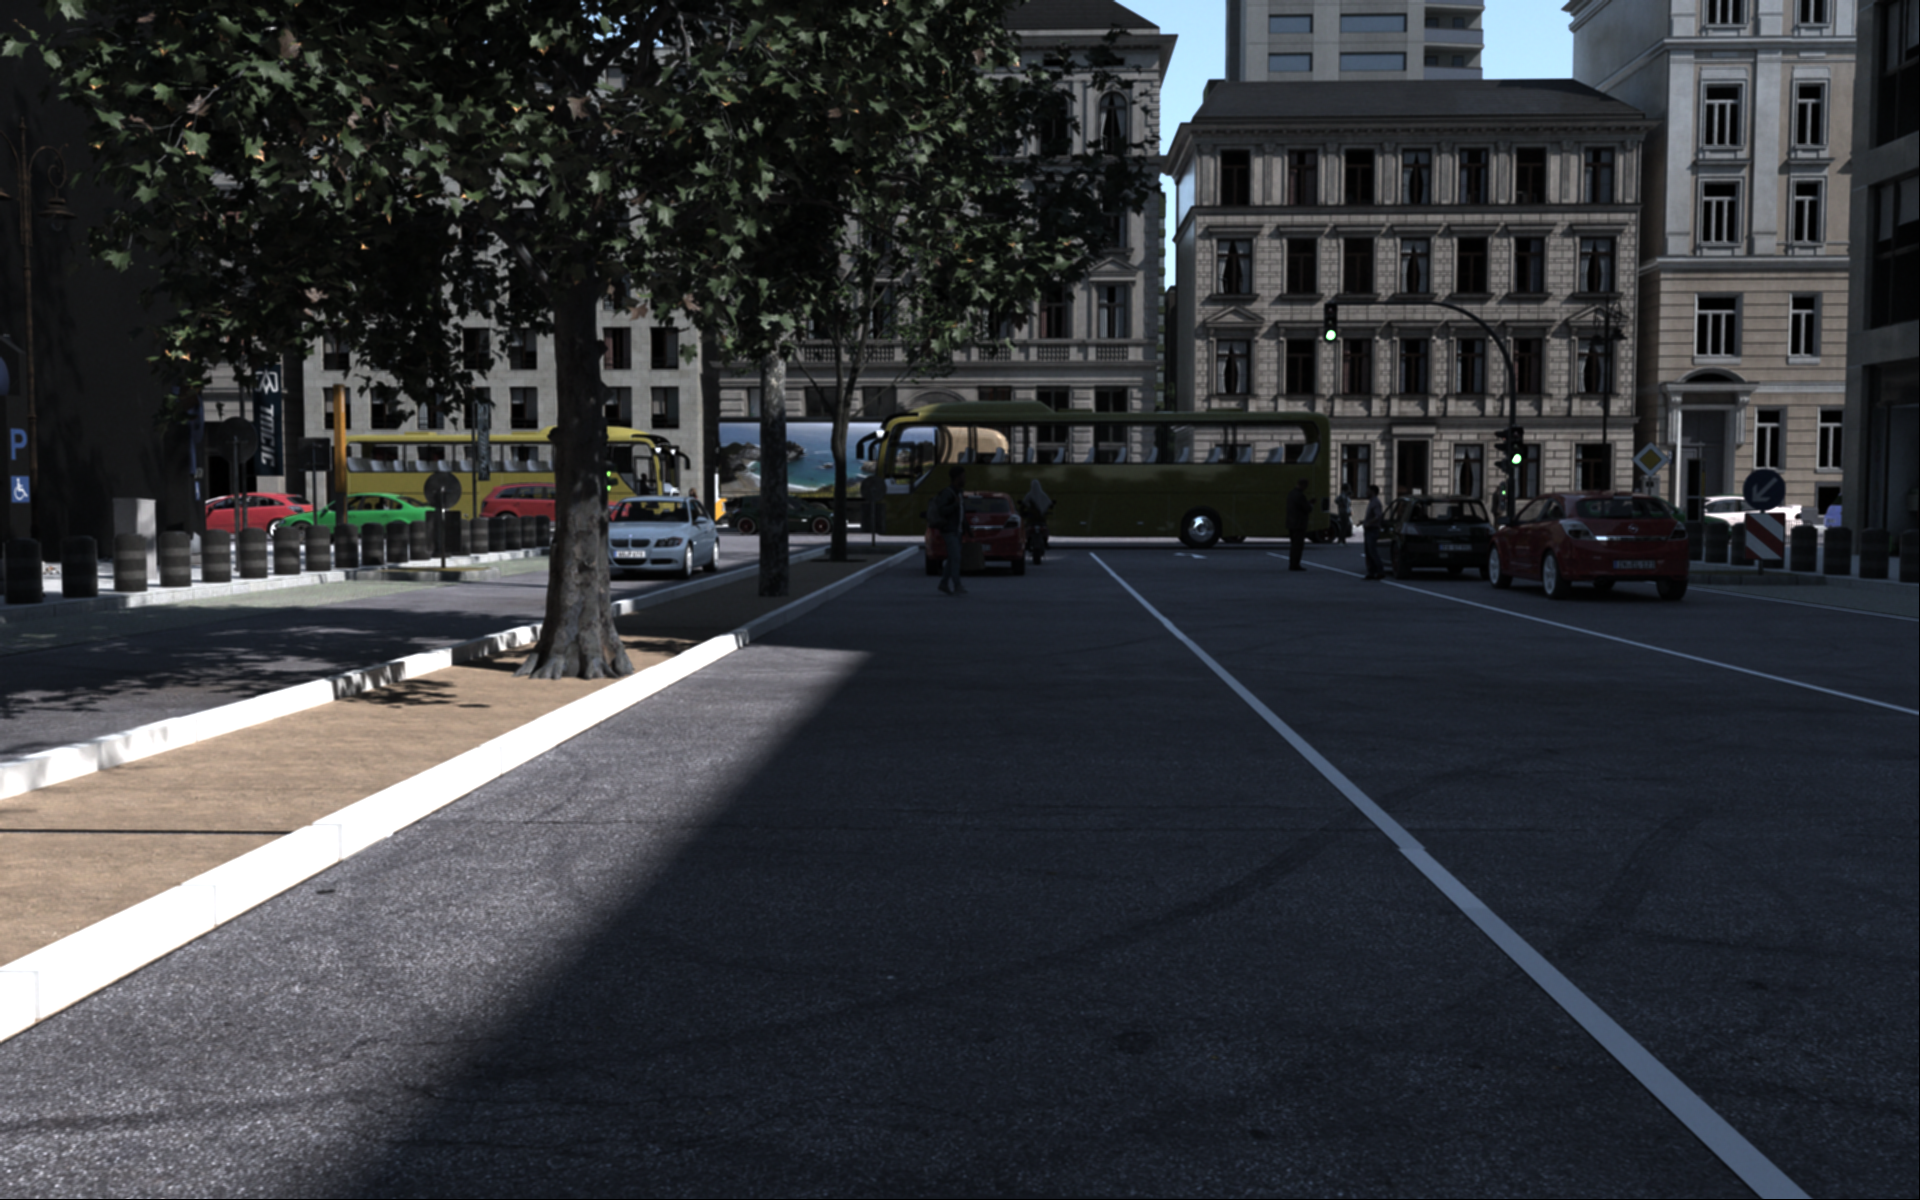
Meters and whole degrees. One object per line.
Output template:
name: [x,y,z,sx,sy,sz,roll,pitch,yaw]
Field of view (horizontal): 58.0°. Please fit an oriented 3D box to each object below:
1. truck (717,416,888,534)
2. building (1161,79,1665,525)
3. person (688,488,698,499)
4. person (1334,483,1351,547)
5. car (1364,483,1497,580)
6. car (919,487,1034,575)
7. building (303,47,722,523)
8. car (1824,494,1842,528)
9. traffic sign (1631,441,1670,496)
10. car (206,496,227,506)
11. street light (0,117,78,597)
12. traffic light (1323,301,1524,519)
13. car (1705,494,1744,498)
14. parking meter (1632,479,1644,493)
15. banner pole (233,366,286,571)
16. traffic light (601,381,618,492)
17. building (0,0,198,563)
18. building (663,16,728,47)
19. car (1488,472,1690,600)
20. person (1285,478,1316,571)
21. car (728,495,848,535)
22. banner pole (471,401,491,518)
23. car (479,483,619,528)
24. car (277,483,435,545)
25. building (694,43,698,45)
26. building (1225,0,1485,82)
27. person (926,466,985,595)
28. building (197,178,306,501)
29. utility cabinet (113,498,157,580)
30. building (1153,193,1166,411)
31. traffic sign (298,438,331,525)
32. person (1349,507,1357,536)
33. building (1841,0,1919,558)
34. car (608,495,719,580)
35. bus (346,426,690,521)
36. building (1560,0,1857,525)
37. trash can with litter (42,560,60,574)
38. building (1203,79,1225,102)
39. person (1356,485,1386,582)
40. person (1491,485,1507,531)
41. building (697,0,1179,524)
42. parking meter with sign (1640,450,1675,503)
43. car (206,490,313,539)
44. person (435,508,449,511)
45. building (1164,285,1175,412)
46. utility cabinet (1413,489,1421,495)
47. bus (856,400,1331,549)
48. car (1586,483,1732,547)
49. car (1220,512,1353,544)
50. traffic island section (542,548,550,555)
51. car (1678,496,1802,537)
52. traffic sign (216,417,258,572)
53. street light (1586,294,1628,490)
truck: [-3.114,-4.571,63.649,11.283,4.237,2.839,0,4,2]
building: [18.740,-12.882,75.252,19.286,19.102,10.561,0,4,2]
person: [-7.908,-2.483,50.794,0.593,1.614,0.444,3,5,39]
person: [10.479,-2.329,47.297,0.376,1.734,0.841,2,4,33]
car: [8.234,-1.260,30.388,2.009,1.686,4.222,0,4,3]
car: [0.300,-1.412,32.122,2.155,1.783,4.494,0,4,1]
building: [-19.197,-13.650,77.928,16.860,20.320,10.420,0,4,2]
car: [31.503,-3.018,58.942,3.694,1.707,1.945,0,4,2]
traffic sign: [15.146,-2.255,38.059,0.795,2.450,0.064,1,4,9]
car: [-26.948,-3.248,65.474,4.827,1.381,2.083,0,4,2]
street light: [-11.497,-2.974,21.412,0.468,5.910,1.993,0,4,2]
traffic light: [10.904,-4.048,40.846,4.771,5.953,1.251,0,4,2]
car: [24.970,-2.740,56.591,2.131,1.459,4.920,0,4,2]
parking meter: [26.887,-3.855,68.740,0.399,1.863,0.255,3,4,37]
banner pole: [-11.826,-2.396,29.186,0.863,3.779,0.401,-2,4,-25]
traffic light: [-8.698,-3.230,41.729,0.839,4.253,0.868,0,4,2]
building: [-24.872,-12.370,31.922,15.834,23.373,12.332,0,4,2]
building: [-19.545,-45.756,186.357,20.611,71.187,20.563,0,4,2]
car: [8.938,-0.972,24.933,2.155,1.783,4.494,0,4,2]
person: [6.391,-1.423,32.445,0.600,1.739,0.565,-3,4,-37]
car: [-6.036,-3.120,60.807,4.222,1.686,2.009,0,4,0]
banner pole: [-11.064,-3.051,39.900,0.863,3.779,0.401,3,5,41]
car: [-13.662,-3.079,59.009,5.304,1.827,2.281,0,4,4]
car: [-16.810,-2.444,48.762,4.718,1.807,1.959,0,4,3]
building: [-16.986,-28.934,156.672,14.154,41.232,14.086,0,4,2]
building: [33.750,-37.282,151.559,21.231,58.520,28.212,0,4,2]
person: [-0.046,-0.971,24.353,0.713,1.824,0.794,3,5,40]
building: [-39.772,-17.861,79.411,23.554,28.519,14.401,0,4,2]
utility cabinet: [-12.501,-0.924,26.262,0.306,1.237,1.020,-3,5,-43]
building: [20.588,-33.834,236.783,14.086,41.232,14.154,0,4,2]
traffic sign: [-11.687,-1.789,31.380,0.606,2.300,0.079,0,4,4]
person: [12.748,-2.750,56.701,0.726,1.435,0.776,-3,5,-43]
building: [27.752,-13.111,18.889,19.350,26.468,34.151,0,4,2]
car: [-5.362,-1.134,30.545,2.014,1.417,4.499,0,4,1]
bus: [-16.193,-4.380,63.157,12.252,3.916,2.896,0,4,2]
building: [38.507,-17.759,76.263,20.117,28.700,13.634,0,4,2]
trash can with litter: [-15.251,-1.071,28.571,1.678,1.210,2.233,-1,4,-18]
building: [31.118,-29.999,174.081,14.154,41.232,14.086,0,4,2]
person: [6.751,-1.100,28.446,0.435,1.587,0.963,0,4,0]
person: [18.628,-3.092,59.738,0.600,1.739,0.565,-1,4,-20]
building: [-0.803,-15.195,77.312,19.941,23.489,11.050,0,4,2]
parking meter with sign: [27.606,-4.471,69.361,1.738,3.016,0.543,0,4,4]
car: [-22.118,-2.717,53.462,4.494,1.783,2.155,0,4,0]
person: [-13.930,-2.330,46.705,0.767,1.812,0.694,-2,4,-32]
building: [35.082,-28.436,236.623,14.107,30.474,14.160,0,4,2]
utility cabinet: [18.343,-3.721,69.515,0.318,1.500,1.173,1,4,16]
bus: [3.501,-3.335,46.077,12.252,3.916,2.896,0,4,4]
car: [17.329,-2.177,44.394,4.718,1.807,1.959,0,4,1]
car: [9.376,-2.510,50.824,4.222,1.686,2.009,0,4,1]
traffic island section: [-8.738,-1.198,41.865,2.009,0.180,2.903,0,4,2]
car: [21.724,-2.303,50.011,4.827,1.381,2.083,0,4,3]
traffic sign: [-11.901,-1.736,28.490,0.768,2.556,0.104,1,4,11]
street light: [14.998,-4.128,40.285,0.468,5.910,1.993,0,4,2]
